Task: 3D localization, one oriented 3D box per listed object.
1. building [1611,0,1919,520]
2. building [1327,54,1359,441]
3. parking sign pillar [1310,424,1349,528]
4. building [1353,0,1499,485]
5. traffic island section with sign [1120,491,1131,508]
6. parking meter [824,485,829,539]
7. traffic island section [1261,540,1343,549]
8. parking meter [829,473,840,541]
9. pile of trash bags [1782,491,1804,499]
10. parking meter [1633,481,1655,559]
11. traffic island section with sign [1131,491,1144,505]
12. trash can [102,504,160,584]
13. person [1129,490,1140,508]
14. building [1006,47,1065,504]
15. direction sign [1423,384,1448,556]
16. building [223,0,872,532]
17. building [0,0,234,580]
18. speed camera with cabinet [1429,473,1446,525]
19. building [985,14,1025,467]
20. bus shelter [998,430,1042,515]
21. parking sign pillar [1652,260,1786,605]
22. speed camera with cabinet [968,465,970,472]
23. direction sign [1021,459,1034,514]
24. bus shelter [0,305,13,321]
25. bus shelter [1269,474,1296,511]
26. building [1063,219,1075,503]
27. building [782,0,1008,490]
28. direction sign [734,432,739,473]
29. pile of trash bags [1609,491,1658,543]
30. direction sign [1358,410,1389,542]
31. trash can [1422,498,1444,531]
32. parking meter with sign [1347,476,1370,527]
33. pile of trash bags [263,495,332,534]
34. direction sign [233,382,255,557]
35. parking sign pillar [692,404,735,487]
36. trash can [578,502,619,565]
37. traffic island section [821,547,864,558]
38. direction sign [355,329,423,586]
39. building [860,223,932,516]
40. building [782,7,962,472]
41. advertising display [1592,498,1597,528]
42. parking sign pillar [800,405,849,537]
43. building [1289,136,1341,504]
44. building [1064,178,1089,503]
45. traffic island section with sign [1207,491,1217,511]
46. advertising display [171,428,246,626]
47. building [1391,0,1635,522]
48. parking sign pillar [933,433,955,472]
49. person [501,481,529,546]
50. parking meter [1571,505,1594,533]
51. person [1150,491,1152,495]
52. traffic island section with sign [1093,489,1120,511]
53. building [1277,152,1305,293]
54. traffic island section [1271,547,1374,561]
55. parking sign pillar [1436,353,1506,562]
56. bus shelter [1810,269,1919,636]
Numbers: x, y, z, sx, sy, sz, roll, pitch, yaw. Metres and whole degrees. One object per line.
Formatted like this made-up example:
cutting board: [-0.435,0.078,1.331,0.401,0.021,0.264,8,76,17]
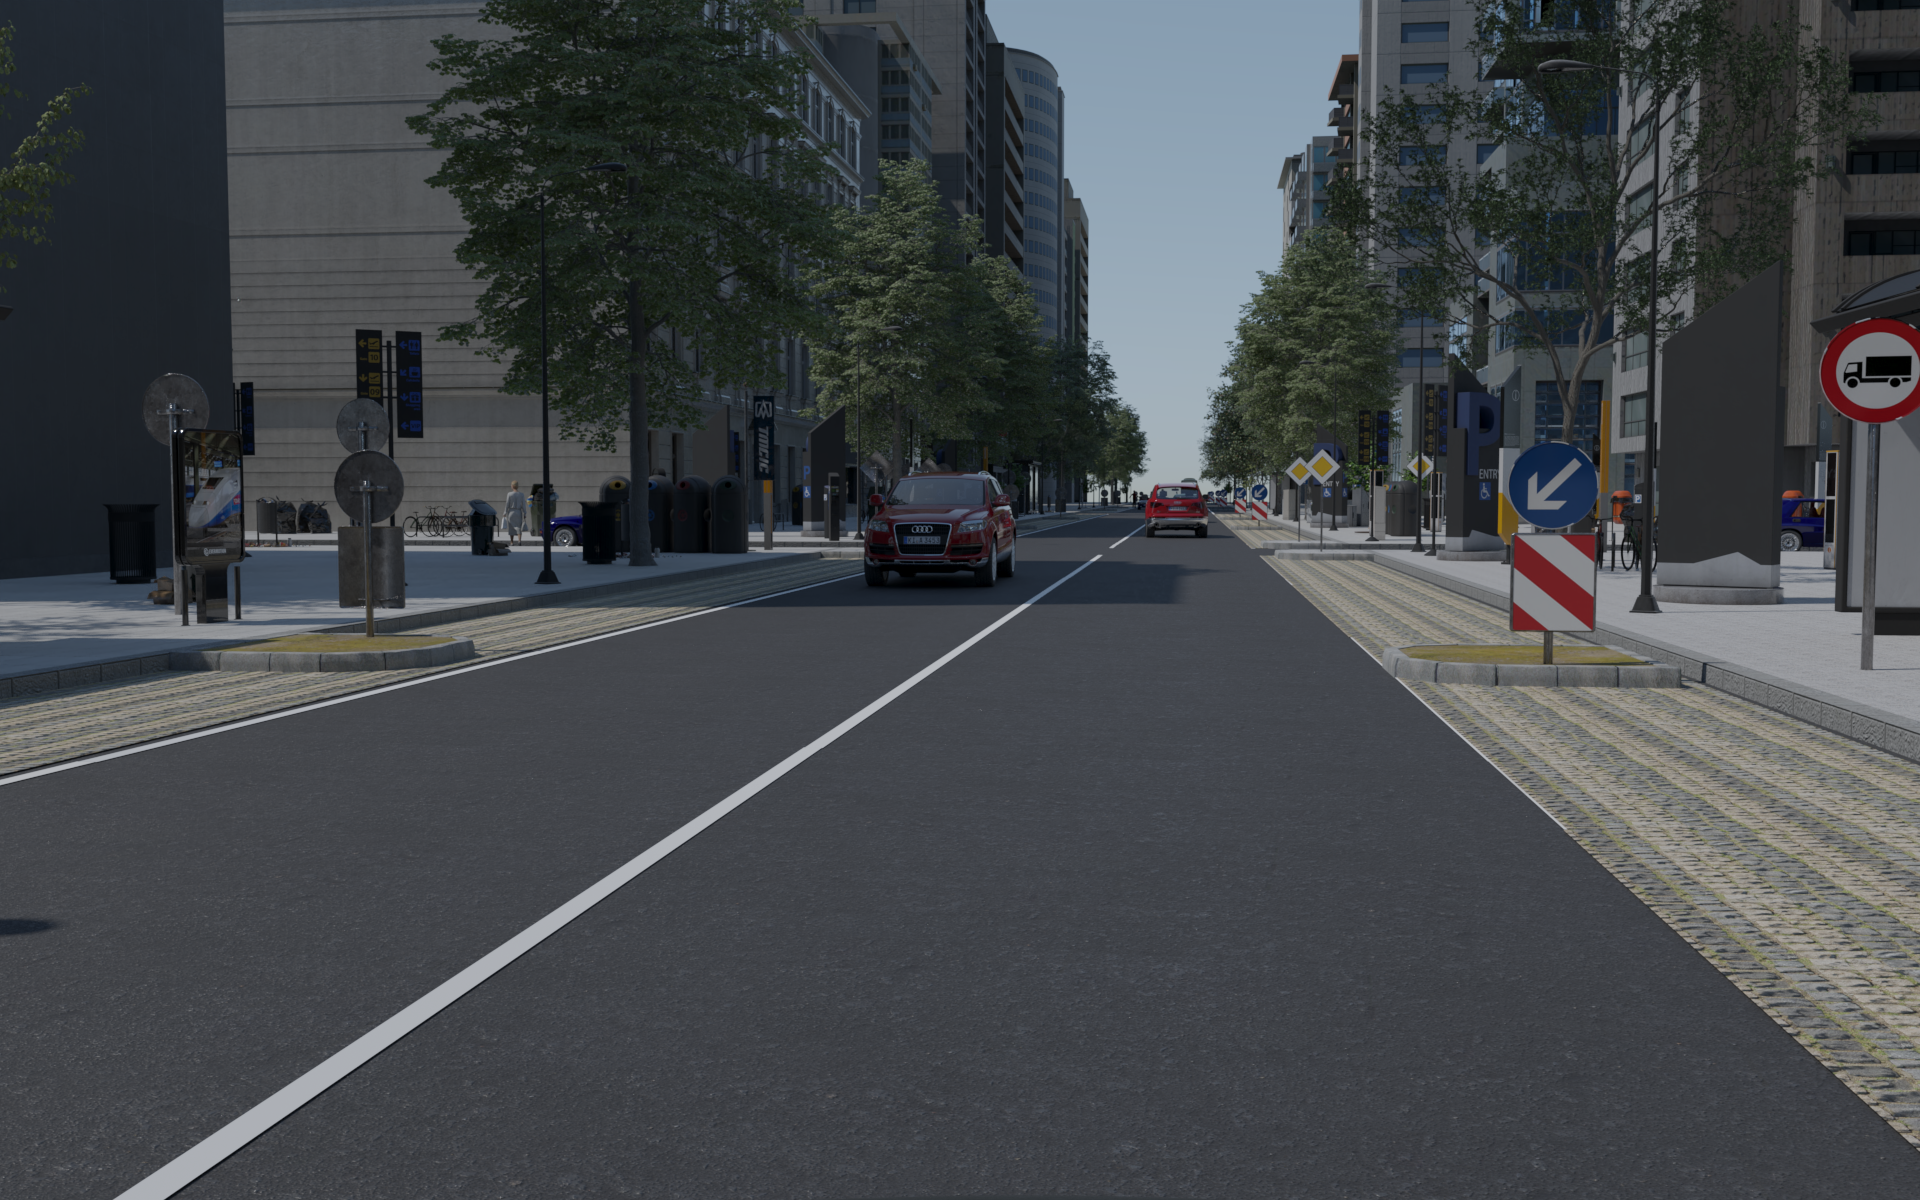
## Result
building: [31.582,-17.627,59.899,14.107,30.474,14.160,0,4,8]
building: [47.689,-31.567,170.739,22.147,44.769,28.867,0,4,8]
parking sign pillar: [14.078,-4.735,65.896,1.447,3.967,1.447,3,5,43]
building: [43.322,-36.690,141.878,21.231,58.520,28.212,0,4,8]
traffic island section with sign: [15.853,-10.065,173.193,1.989,1.847,2.006,0,4,8]
parking meter: [-3.728,-2.538,49.914,0.372,1.533,0.369,0,3,0]
traffic island section: [9.117,-1.479,46.466,2.009,0.180,2.903,0,4,8]
parking meter: [-3.437,-2.543,47.292,0.255,1.863,0.399,-1,4,-13]
pile of trash bags: [23.204,-2.252,46.566,3.447,1.369,1.912,-2,4,-34]
parking meter: [13.450,-1.569,34.072,0.372,1.533,0.369,0,3,0]
traffic island section with sign: [23.269,-13.467,228.810,1.989,1.847,2.006,0,4,8]
trash can: [-11.875,-0.807,24.852,0.748,1.137,0.748,0,3,0]
person: [18.062,-10.456,179.425,1.348,1.831,0.705,2,4,32]
building: [2.188,-42.006,228.790,21.231,58.520,28.212,0,4,8]
direction sign: [9.837,-2.684,35.878,0.876,3.537,0.379,-3,5,-44]
building: [-15.939,-18.505,78.964,17.030,29.872,44.131,0,4,8]
building: [-26.006,-14.322,27.673,24.014,27.812,14.314,0,4,8]
speed camera with cabinet: [20.045,-4.782,72.527,0.660,3.252,2.038,1,4,20]
building: [-4.895,-34.087,181.019,21.300,48.544,21.600,0,4,8]
bus shelter: [3.613,-7.953,107.662,2.179,5.291,8.768,0,4,7]
parking sign pillar: [9.044,-1.963,20.571,1.447,3.967,1.447,3,4,39]
speed camera with cabinet: [0.203,-7.585,118.357,0.660,3.252,2.038,-1,4,-20]
direction sign: [4.362,-7.364,112.404,0.876,3.537,0.379,-1,4,-19]
bus shelter: [-9.405,-1.117,12.188,2.014,3.302,5.546,0,4,7]
bus shelter: [21.878,-7.558,117.497,2.014,3.302,5.546,0,4,8]
building: [9.151,-34.705,251.013,14.154,41.232,14.086,0,4,8]
building: [-6.154,-44.054,158.538,20.563,71.187,20.611,0,4,8]
direction sign: [-8.364,-4.360,63.288,0.876,3.537,0.379,3,5,41]
pile of trash bags: [18.456,-2.231,46.226,1.912,1.369,3.447,-1,4,-13]
direction sign: [11.181,-3.358,46.896,0.876,3.537,0.379,-1,4,-12]
trash can: [16.653,-3.021,61.045,0.748,1.137,0.748,0,3,0]
parking meter with sign: [15.691,-4.379,67.863,0.543,3.016,1.738,3,5,42]
pile of trash bags: [-22.179,-2.830,56.028,3.447,1.369,1.912,-2,4,-26]
direction sign: [-14.633,-2.642,35.191,0.876,3.537,0.379,2,4,28]
parking sign pillar: [-7.460,-3.917,52.518,1.447,3.967,1.447,2,4,28]
trash can: [-6.611,-1.227,31.722,0.748,1.137,0.748,0,3,0]
traffic island section: [-1.942,-1.077,39.886,2.009,0.180,2.903,0,4,8]
direction sign: [-7.897,-1.960,24.049,0.876,3.537,0.379,-2,4,-28]
building: [-8.049,-15.021,110.214,10.561,19.102,19.286,0,4,8]
building: [-15.258,-27.260,137.577,32.217,40.220,23.993,0,4,8]
advertising display: [21.735,-3.327,59.618,0.123,1.923,0.974,0,4,6]
parking sign pillar: [-4.065,-3.879,51.890,1.447,3.967,1.447,-3,5,-41]
building: [55.701,-37.436,231.692,23.786,49.044,30.456,0,4,8]
building: [8.633,-39.473,269.086,21.300,48.544,21.600,0,4,8]
traffic island section with sign: [21.991,-8.363,145.358,1.989,1.847,2.006,0,4,8]
advertising display: [-7.461,-0.735,17.235,0.123,1.923,0.974,1,4,11]
building: [36.565,-47.635,91.498,22.319,86.520,31.000,0,4,8]
parking sign pillar: [-0.599,-5.248,74.272,1.447,3.967,1.447,1,4,21]
person: [-11.600,-2.215,45.076,0.694,1.780,0.624,-1,4,-10]
parking meter: [11.961,-1.684,33.252,0.399,1.863,0.255,1,4,17]
person: [29.873,-16.041,270.398,0.705,1.869,1.348,2,4,24]
traffic island section with sign: [12.290,-8.431,146.474,1.989,1.847,2.006,0,4,8]
building: [62.749,-41.089,261.037,28.713,52.752,27.495,0,4,8]
traffic island section: [8.061,-0.995,38.551,2.009,0.180,2.903,0,4,8]
parking sign pillar: [9.987,-2.752,33.471,1.447,3.967,1.447,-3,4,-36]
bus shelter: [8.450,-1.175,13.130,2.014,3.302,5.546,0,4,8]
